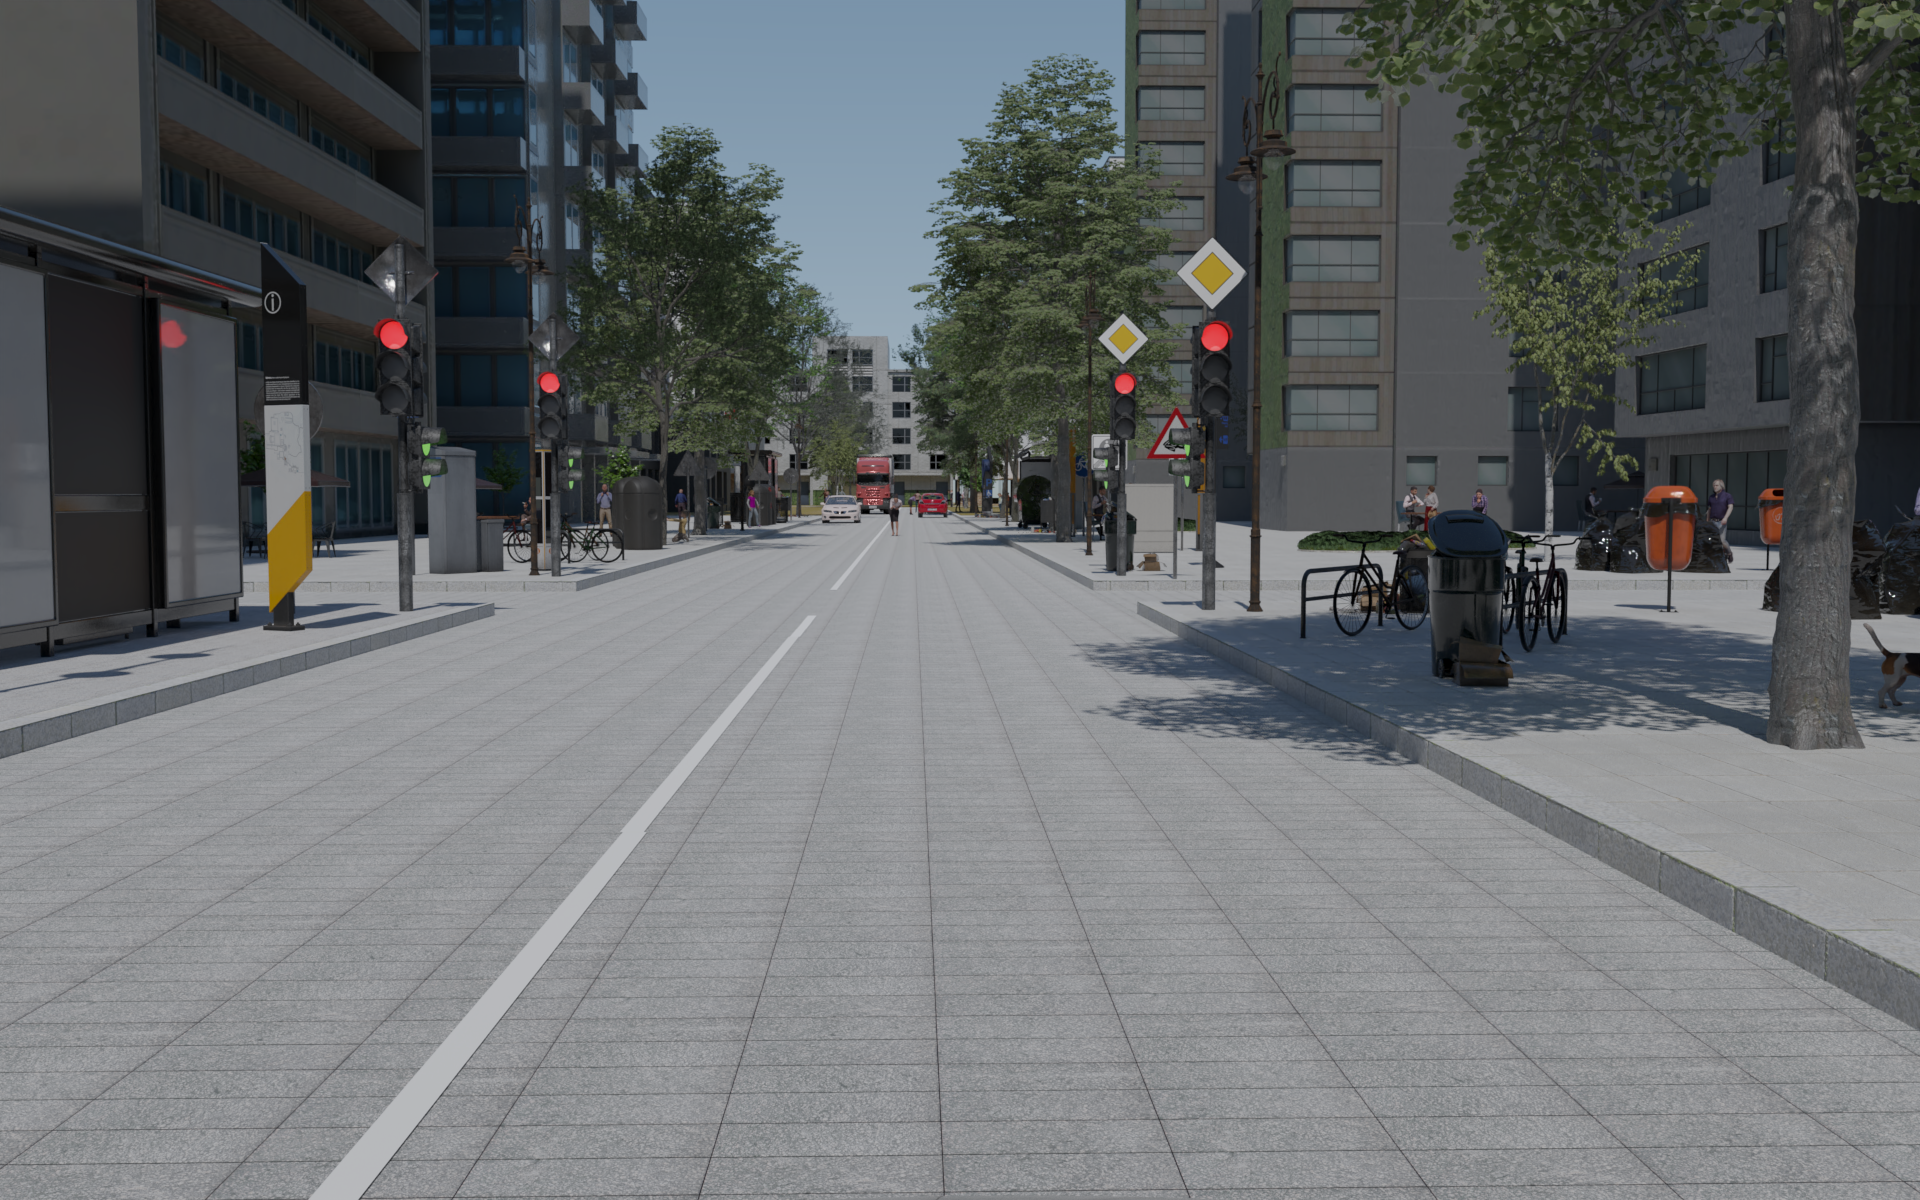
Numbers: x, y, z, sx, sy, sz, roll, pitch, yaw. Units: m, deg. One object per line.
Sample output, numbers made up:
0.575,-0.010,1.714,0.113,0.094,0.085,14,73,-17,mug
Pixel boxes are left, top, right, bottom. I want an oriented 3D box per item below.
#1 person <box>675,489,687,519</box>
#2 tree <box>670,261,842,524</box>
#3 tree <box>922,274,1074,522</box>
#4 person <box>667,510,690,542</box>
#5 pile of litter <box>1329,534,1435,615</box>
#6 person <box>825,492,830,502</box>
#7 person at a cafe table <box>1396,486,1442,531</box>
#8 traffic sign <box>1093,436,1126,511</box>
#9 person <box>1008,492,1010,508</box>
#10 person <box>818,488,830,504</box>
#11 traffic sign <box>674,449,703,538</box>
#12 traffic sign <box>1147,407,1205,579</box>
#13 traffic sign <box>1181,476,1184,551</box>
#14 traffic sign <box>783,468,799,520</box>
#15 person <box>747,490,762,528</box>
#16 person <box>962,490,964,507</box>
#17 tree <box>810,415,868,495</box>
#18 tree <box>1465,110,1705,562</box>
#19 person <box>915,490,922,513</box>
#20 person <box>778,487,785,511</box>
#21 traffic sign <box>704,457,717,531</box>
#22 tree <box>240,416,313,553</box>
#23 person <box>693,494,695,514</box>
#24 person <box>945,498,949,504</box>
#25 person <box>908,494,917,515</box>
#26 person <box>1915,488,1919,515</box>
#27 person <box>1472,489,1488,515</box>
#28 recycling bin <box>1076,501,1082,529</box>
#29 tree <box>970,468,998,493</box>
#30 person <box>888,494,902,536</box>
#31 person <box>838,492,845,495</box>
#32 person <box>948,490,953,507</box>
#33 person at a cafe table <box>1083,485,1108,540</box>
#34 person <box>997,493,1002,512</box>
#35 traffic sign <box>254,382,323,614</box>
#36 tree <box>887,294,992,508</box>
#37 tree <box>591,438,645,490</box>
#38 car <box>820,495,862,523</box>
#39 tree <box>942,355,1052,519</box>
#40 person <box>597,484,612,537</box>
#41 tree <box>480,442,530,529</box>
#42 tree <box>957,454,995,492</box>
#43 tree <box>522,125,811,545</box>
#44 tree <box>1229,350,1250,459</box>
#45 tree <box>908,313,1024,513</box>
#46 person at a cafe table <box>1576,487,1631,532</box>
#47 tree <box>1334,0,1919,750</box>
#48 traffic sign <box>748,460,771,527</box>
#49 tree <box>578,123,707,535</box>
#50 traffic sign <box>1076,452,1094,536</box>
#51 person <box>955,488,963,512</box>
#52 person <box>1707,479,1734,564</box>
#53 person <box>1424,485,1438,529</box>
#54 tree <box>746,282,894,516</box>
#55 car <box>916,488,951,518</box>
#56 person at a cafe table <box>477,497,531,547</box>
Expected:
-12.647,-4.302,79.080,0.574,1.496,0.600,1,4,19,person
-8.906,-9.082,74.243,9.928,11.665,9.643,0,3,0,tree
2.358,-9.372,78.980,9.928,11.665,9.643,0,3,0,tree
-7.558,-1.980,46.336,0.695,0.859,0.347,0,4,0,person
4.856,-0.306,18.963,1.719,0.858,1.176,0,4,5,pile of litter
-7.242,-5.158,94.902,0.319,1.574,0.516,-1,4,-15,person
13.915,-2.668,52.141,1.698,1.524,1.622,-3,5,-42,person at a cafe table
2.571,-1.695,29.844,0.606,2.300,0.079,0,4,4,traffic sign
4.351,-9.023,156.823,0.557,1.426,1.065,-1,4,-14,person
-10.858,-8.114,139.220,1.217,1.766,0.721,2,4,30,person
-7.884,-3.073,50.245,0.884,2.594,0.081,0,4,7,traffic sign
3.238,-1.591,26.022,0.884,2.594,0.081,0,4,-1,traffic sign
5.022,-2.263,39.127,0.606,2.300,0.079,0,4,5,traffic sign
-8.236,-5.153,84.360,0.768,2.556,0.104,0,4,3,traffic sign
-7.726,-3.433,65.409,0.776,1.435,0.726,3,4,36,person
0.422,-10.375,176.607,0.436,1.711,0.756,2,4,27,person
-10.596,-12.718,158.300,4.737,8.622,4.395,0,3,0,tree
11.179,-5.007,32.232,4.737,8.622,4.395,0,3,0,tree
-3.308,-7.669,134.593,1.217,1.736,0.721,-1,4,-10,person
-13.778,-7.697,131.896,0.705,1.824,1.348,3,5,41,person
-8.723,-3.630,59.457,0.768,2.556,0.104,0,4,2,traffic sign
-14.939,-2.643,37.811,1.663,3.219,1.824,0,3,0,tree
-15.135,-5.458,99.188,0.435,1.345,0.340,3,4,39,person
-1.049,-6.247,113.869,0.697,1.427,0.421,-3,4,-37,person
-3.298,-6.613,119.859,0.697,1.427,0.421,-3,4,-39,person
12.187,-0.802,21.477,0.709,1.838,0.599,1,4,12,person
13.984,-2.282,46.590,0.421,1.427,0.697,1,4,21,person
4.119,-3.124,63.629,0.722,1.027,0.722,-2,4,-30,recycling bin
1.557,-6.969,108.542,1.663,3.219,1.824,0,3,0,tree
-2.224,-2.888,58.911,0.628,1.438,0.799,-3,4,-38,person
-11.233,-9.635,163.657,1.350,1.814,0.705,2,4,34,person
-0.948,-9.983,170.071,0.742,1.727,0.445,3,4,38,person
4.232,-2.433,48.295,1.622,1.524,1.698,2,4,35,person at a cafe table
2.307,-5.440,98.891,0.340,1.345,0.435,-3,5,-44,person
-7.169,-1.124,18.490,0.768,2.556,0.104,0,4,5,traffic sign
-0.049,-18.158,152.769,12.611,20.169,13.585,0,3,0,tree
-11.551,-3.968,59.476,1.663,3.219,1.824,0,3,0,tree
-5.919,-4.542,86.625,2.083,1.381,4.827,0,4,-2,car
2.516,-9.533,90.285,7.601,10.594,8.767,2,4,25,tree
-10.573,-2.665,51.685,0.516,1.574,0.319,0,4,-2,person
-17.072,-4.269,64.402,1.663,3.219,1.824,0,3,0,tree
1.196,-8.880,128.899,4.285,4.588,4.351,0,3,0,tree
-7.166,-6.651,43.158,7.601,10.594,8.767,-2,4,-32,tree
14.043,-7.812,78.095,4.360,8.622,3.978,0,3,0,tree
0.966,-12.800,115.930,9.857,13.997,8.962,0,3,0,tree
21.650,-3.049,58.372,1.622,1.524,1.698,0,4,-3,person at a cafe table
4.036,-5.545,8.790,7.486,12.596,7.792,0,3,0,tree
-7.725,-4.080,66.718,0.884,2.594,0.081,0,4,0,traffic sign
-8.244,-8.317,54.116,7.486,12.596,7.792,0,3,0,tree
3.754,-3.206,52.523,0.768,2.556,0.104,0,4,6,traffic sign
-0.078,-7.203,124.724,0.530,1.710,0.541,0,4,-6,person
14.020,-1.440,31.795,0.471,1.553,0.569,0,4,3,person
13.324,-2.473,48.941,0.387,1.526,0.523,-1,4,-23,person
-9.362,-11.644,100.756,12.009,13.543,11.850,0,3,0,tree
-1.652,-5.939,106.141,2.155,1.783,4.494,0,4,0,car
-11.007,-1.950,42.750,1.726,1.238,1.698,-1,4,-14,person at a cafe table
